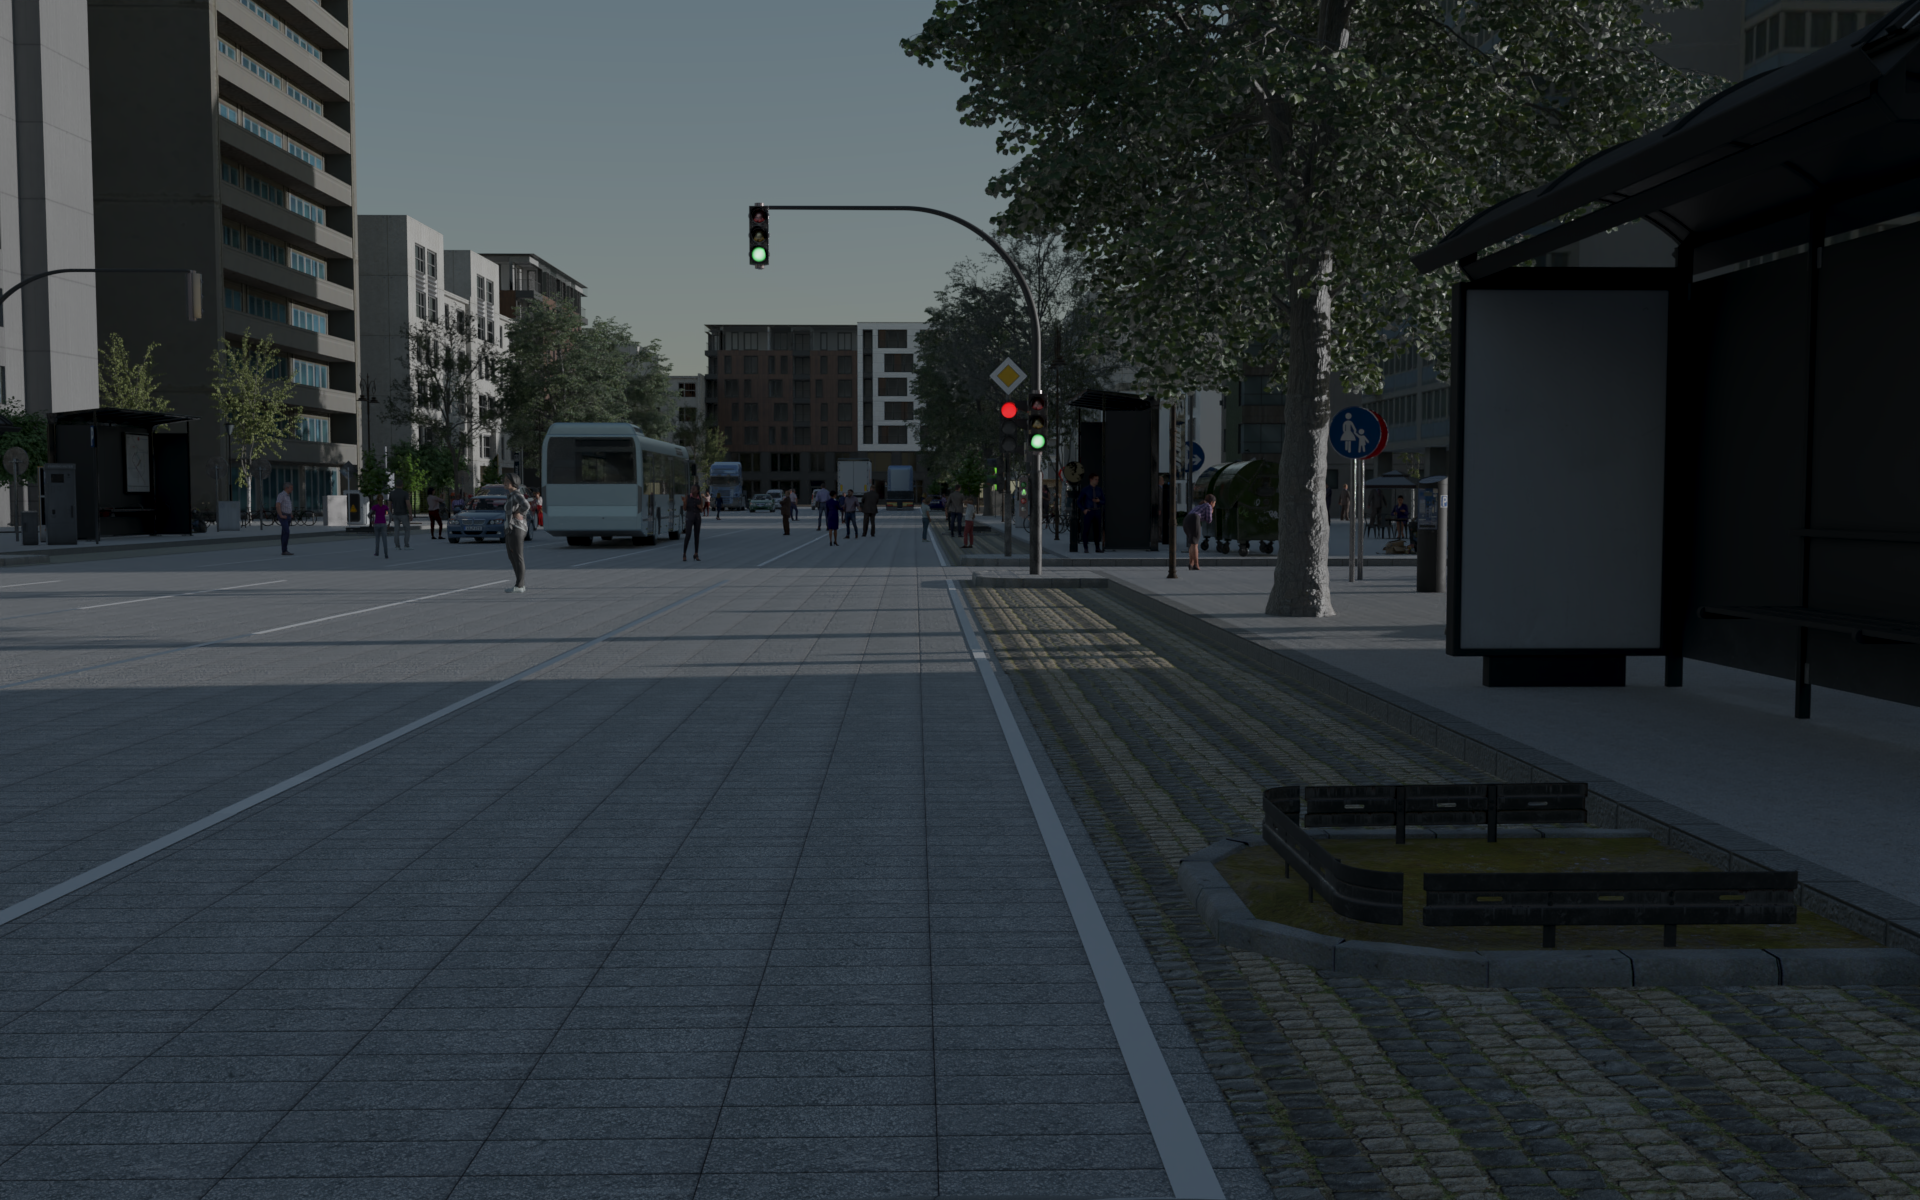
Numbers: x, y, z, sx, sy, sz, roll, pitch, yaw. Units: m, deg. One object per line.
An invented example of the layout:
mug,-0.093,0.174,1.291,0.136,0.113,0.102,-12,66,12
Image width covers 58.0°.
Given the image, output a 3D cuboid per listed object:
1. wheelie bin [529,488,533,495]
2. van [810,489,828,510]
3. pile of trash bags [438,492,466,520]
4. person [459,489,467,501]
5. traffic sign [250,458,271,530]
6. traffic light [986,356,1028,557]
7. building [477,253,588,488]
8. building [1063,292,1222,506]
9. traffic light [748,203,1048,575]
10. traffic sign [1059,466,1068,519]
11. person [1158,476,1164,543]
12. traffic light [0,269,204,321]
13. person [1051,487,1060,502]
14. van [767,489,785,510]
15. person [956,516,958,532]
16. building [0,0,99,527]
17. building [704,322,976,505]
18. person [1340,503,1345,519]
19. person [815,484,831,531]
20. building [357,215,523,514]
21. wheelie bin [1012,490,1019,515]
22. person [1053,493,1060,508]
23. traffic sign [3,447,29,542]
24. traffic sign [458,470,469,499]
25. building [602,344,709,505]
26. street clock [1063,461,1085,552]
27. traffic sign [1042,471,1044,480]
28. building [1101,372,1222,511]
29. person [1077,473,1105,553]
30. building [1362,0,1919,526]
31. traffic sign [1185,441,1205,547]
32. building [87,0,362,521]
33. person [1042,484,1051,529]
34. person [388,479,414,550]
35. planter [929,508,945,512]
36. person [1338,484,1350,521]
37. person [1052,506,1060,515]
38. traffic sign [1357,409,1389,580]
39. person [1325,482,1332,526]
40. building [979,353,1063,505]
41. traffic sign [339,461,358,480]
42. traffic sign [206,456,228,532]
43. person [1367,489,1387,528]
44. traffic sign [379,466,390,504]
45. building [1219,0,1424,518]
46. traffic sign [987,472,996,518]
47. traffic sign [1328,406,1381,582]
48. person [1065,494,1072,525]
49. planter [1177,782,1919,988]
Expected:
wheelie bin,-23.433,-5.254,93.811,0.980,1.594,0.693,-1,4,-12
van,-12.491,-9.097,155.739,2.013,2.044,4.112,0,4,-3
pile of trash bags,-25.318,-4.684,86.334,1.912,1.369,3.447,-1,4,-12
person,-33.122,-6.600,115.426,0.415,1.643,0.593,2,4,26
traffic sign,-24.751,-3.742,61.295,0.768,2.556,0.104,0,4,0
traffic light,0.969,-2.850,35.522,0.839,4.253,0.868,0,4,-2
building,-52.759,-19.376,160.773,32.646,21.610,27.936,0,4,-2
building,19.213,-17.964,160.173,16.747,18.905,31.486,0,4,-2
traffic light,-0.909,-3.222,27.343,4.771,5.953,1.251,0,4,-2
traffic sign,4.832,-4.787,78.369,0.768,2.556,0.104,0,4,4
person,5.338,-2.400,45.835,0.434,1.755,0.990,1,4,15
traffic light,-17.776,-3.693,35.047,4.771,5.953,1.251,0,4,-2
person,5.798,-5.992,104.737,0.376,1.734,0.841,-1,4,-18
van,-16.812,-9.172,156.976,2.013,2.044,4.112,0,4,0
person,-0.025,-3.088,62.895,0.340,1.345,0.435,-3,5,-43
building,-46.451,-31.521,57.367,21.231,58.520,28.212,0,4,-2
building,-14.719,-22.969,219.524,32.646,21.610,27.936,0,4,-2
person,19.385,-4.756,87.706,0.340,1.345,0.435,1,4,16
person,-5.308,-3.621,67.564,0.709,1.838,0.599,0,3,0
building,-43.732,-15.843,125.483,16.747,18.905,31.486,0,4,-2
wheelie bin,3.504,-6.152,108.496,0.693,1.594,0.980,-1,4,-13
person,4.876,-4.709,86.949,0.435,1.345,0.340,1,4,15
traffic sign,-25.470,-2.851,46.724,0.768,2.556,0.104,1,4,8
traffic sign,-26.689,-5.675,92.894,0.768,2.556,0.104,0,4,6
building,-46.610,-21.171,212.610,31.486,18.905,16.747,0,4,-2
street clock,2.514,-2.059,38.240,0.471,2.002,0.358,0,4,2
traffic sign,3.682,-5.142,84.176,0.768,2.556,0.104,0,4,-1
building,16.498,-11.529,130.651,9.099,9.664,28.070,0,4,-2
person,2.900,-1.893,37.704,0.576,1.737,0.504,-2,4,-29
building,28.477,-22.592,61.268,23.993,40.220,32.217,0,4,-2
traffic sign,5.504,-2.546,41.732,0.768,2.556,0.104,0,4,0
building,-45.770,-28.553,90.546,21.300,48.544,21.600,0,4,-2
person,3.067,-3.476,64.343,0.593,1.643,0.415,0,4,-2
person,-14.308,-2.186,44.374,0.598,1.807,0.434,1,4,16
planter,-1.696,-7.136,137.811,1.991,0.319,1.994,0,4,-2
person,18.557,-4.694,83.335,0.434,1.755,0.990,-2,4,-23
person,5.372,-5.019,96.391,0.655,0.850,0.859,2,4,32
traffic sign,5.984,-1.574,25.836,0.768,2.556,0.104,0,4,1
person,14.776,-3.890,70.090,0.568,1.767,0.683,-1,4,-11
building,7.440,-21.892,214.351,11.380,20.091,16.016,0,4,-2
traffic sign,-23.980,-4.172,67.946,0.795,2.593,0.064,0,4,6
traffic sign,-25.086,-3.570,58.475,0.768,2.556,0.104,0,4,1
person,15.720,-3.583,65.170,0.990,1.755,0.434,-2,4,-26
traffic sign,-25.751,-4.719,77.268,0.768,2.556,0.104,0,4,2
building,21.713,-19.943,97.764,14.160,30.474,14.107,0,4,-2
traffic sign,1.916,-5.749,93.996,0.884,2.594,0.081,0,4,3
traffic sign,5.720,-1.535,25.210,0.768,2.556,0.104,0,4,-1
person,4.496,-3.816,72.350,0.340,1.345,0.435,3,5,44
planter,1.798,0.927,5.982,1.991,0.319,1.994,0,4,-2
